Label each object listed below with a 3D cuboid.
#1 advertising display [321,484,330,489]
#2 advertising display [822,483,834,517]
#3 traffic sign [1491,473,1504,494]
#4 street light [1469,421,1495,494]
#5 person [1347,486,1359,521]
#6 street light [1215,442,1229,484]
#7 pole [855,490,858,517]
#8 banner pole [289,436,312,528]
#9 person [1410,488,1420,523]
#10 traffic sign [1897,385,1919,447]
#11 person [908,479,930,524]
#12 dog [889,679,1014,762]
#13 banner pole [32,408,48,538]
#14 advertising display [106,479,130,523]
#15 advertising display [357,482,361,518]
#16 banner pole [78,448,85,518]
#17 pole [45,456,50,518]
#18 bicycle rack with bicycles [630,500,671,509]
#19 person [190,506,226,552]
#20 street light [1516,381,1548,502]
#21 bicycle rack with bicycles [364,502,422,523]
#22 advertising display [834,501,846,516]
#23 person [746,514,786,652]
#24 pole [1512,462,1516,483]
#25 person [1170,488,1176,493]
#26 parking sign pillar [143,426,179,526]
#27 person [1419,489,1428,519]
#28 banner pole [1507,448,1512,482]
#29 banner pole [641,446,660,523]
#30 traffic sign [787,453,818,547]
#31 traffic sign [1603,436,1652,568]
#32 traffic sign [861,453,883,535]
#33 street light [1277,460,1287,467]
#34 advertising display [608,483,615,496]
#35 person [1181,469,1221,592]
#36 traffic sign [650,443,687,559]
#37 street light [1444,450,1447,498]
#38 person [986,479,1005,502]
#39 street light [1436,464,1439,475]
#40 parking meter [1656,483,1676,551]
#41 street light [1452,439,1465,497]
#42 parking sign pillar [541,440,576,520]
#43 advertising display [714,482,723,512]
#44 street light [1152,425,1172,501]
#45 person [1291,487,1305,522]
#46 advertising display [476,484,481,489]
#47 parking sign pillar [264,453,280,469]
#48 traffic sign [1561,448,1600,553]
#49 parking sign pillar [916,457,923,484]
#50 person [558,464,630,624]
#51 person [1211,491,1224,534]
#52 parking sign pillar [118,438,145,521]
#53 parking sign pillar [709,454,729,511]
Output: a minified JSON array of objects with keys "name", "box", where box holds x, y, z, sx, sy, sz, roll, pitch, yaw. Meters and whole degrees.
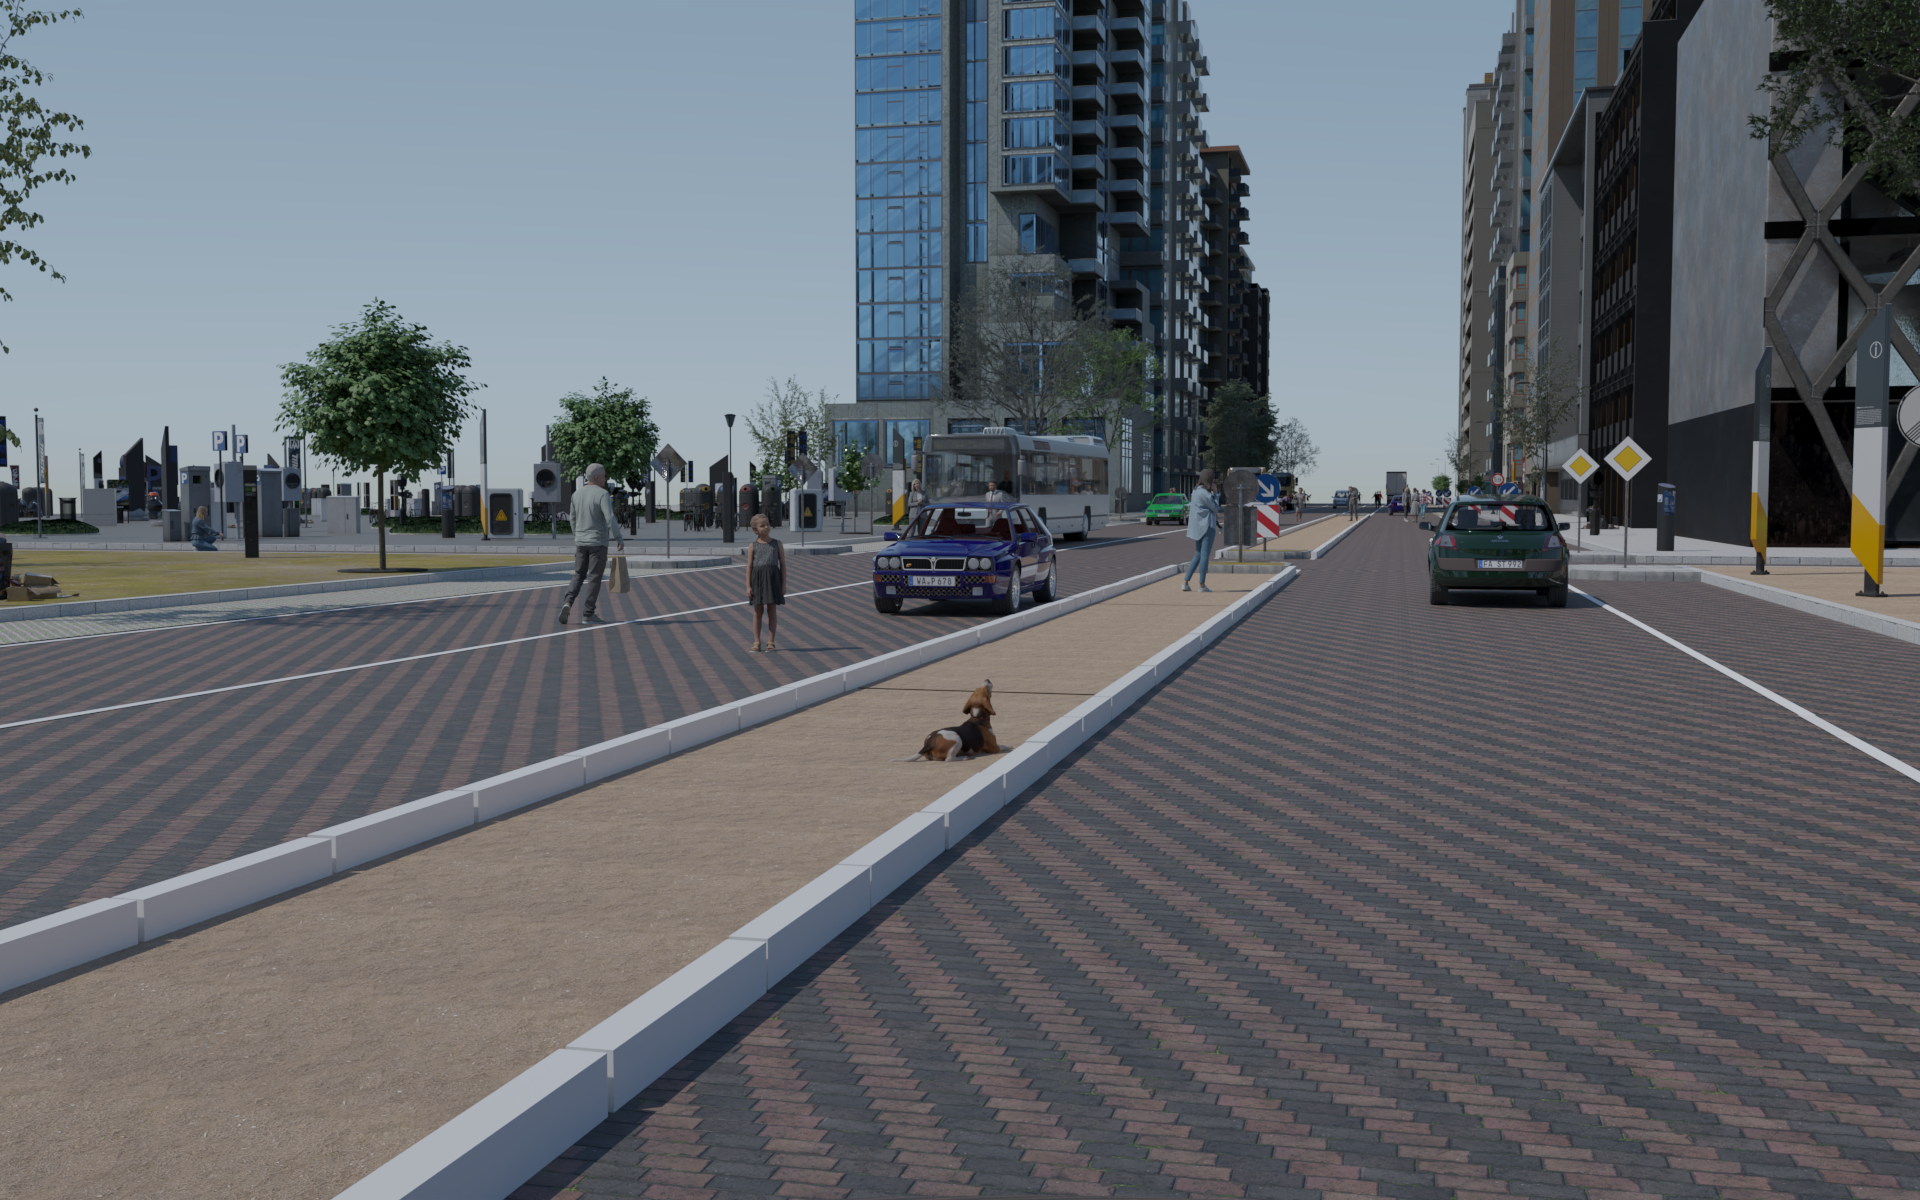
[{"name":"advertising display","box":[-41.475,-6.606,113.228,0.123,1.923,0.974,0,4,7]},{"name":"advertising display","box":[-7.781,-5.699,98.386,0.974,1.923,0.123,-2,4,-32]},{"name":"traffic sign","box":[32.771,-6.452,105.598,0.768,2.556,0.104,1,4,16]},{"name":"street light","box":[33.242,-8.384,109.622,1.470,5.913,1.316,1,4,14]},{"name":"person","box":[20.562,-5.038,90.673,0.655,1.846,0.447,3,5,41]},{"name":"street light","box":[23.327,-11.133,154.567,1.470,5.913,1.316,1,4,14]},{"name":"pole","box":[-5.772,-6.263,96.239,0.158,3.312,0.155,0,3,0]},{"name":"banner pole","box":[-25.124,-4.639,65.870,0.863,3.779,0.401,0,4,5]},{"name":"person","box":[22.905,-4.782,87.262,0.480,1.755,0.524,-1,4,-11]},{"name":"traffic sign","box":[11.000,-1.193,19.609,0.768,2.556,0.104,1,4,18]},{"name":"person","box":[-0.993,-2.046,42.135,0.537,1.800,0.526,0,4,-3]},{"name":"dog","box":[-0.052,0.657,9.457,0.748,0.427,0.550,0,4,-6]},{"name":"banner pole","box":[-26.547,-3.670,50.018,0.863,3.779,0.401,3,5,45]},{"name":"advertising display","box":[-36.780,-4.311,75.701,0.123,1.923,0.974,2,4,34]},{"name":"advertising display","box":[-32.617,-5.433,94.037,0.123,1.923,0.974,-1,4,-14]},{"name":"banner pole","box":[-47.672,-6.365,94.077,0.863,3.779,0.401,3,5,44]},{"name":"pole","box":[-48.387,-5.990,91.774,0.158,3.312,0.155,0,3,0]},{"name":"bicycle rack with bicycles","box":[-19.362,-5.728,107.039,2.852,0.926,2.925,3,5,44]},{"name":"person","box":[-17.620,-1.622,40.521,0.738,1.151,1.012,-2,4,-26]},{"name":"street light","box":[23.555,-6.038,71.265,1.470,5.913,1.316,1,4,14]},{"name":"bicycle rack with bicycles","box":[-25.068,-3.855,76.413,2.852,0.926,2.925,0,4,-1]},{"name":"advertising display","box":[-6.984,-5.763,99.446,0.974,1.923,0.123,-3,4,-38]},{"name":"person","box":[-1.760,-0.158,15.752,0.362,1.253,0.373,0,4,-2]},{"name":"pole","box":[34.715,-7.018,108.579,0.158,3.312,0.155,0,3,0]},{"name":"person","box":[13.447,-6.170,109.348,0.573,1.828,0.580,2,4,29]},{"name":"parking sign pillar","box":[-31.544,-4.932,69.103,1.447,3.967,1.447,-2,4,-32]},{"name":"person","box":[26.846,-5.571,100.417,0.563,1.720,0.643,3,5,45]},{"name":"banner pole","box":[29.875,-6.378,94.291,0.401,3.779,0.863,2,4,33]},{"name":"banner pole","box":[-13.967,-5.375,77.893,0.863,3.779,0.401,-1,4,-14]},{"name":"traffic sign","box":[-3.820,-2.349,42.049,0.795,2.450,0.064,1,4,14]},{"name":"traffic sign","box":[11.514,-1.607,29.922,0.795,2.450,0.064,1,4,14]},{"name":"traffic sign","box":[-2.756,-3.299,54.040,0.768,2.556,0.104,1,4,21]},{"name":"street light","box":[43.654,-16.066,235.214,1.470,5.913,1.316,1,4,14]},{"name":"advertising display","box":[-20.198,-5.776,99.658,0.123,1.923,0.974,2,4,27]},{"name":"person","box":[3.493,-1.001,25.138,0.793,1.790,0.793,3,5,41]},{"name":"traffic sign","box":[-5.781,-1.876,34.308,0.795,2.450,0.064,1,4,14]},{"name":"street light","box":[52.185,-12.946,184.203,1.470,5.913,1.316,1,4,14]},{"name":"person","box":[0.849,-2.047,42.248,0.678,1.792,0.850,2,4,34]},{"name":"street light","box":[62.909,-15.542,226.657,1.470,5.913,1.316,1,4,14]},{"name":"parking meter","box":[15.868,-1.866,38.919,0.372,1.533,0.369,0,3,0]},{"name":"street light","box":[42.635,-10.652,146.699,1.470,5.913,1.316,1,4,14]},{"name":"parking sign pillar","box":[-15.631,-4.833,67.498,1.447,3.967,1.447,1,4,17]},{"name":"advertising display","box":[-13.150,-5.554,96.025,0.974,1.923,0.123,1,4,20]},{"name":"street light","box":[13.586,-8.825,116.828,1.470,5.913,1.316,1,4,14]},{"name":"person","box":[17.469,-4.934,89.528,0.716,1.782,0.532,1,4,15]},{"name":"advertising display","box":[-32.291,-6.824,116.790,0.123,1.923,0.974,2,4,24]},{"name":"parking sign pillar","box":[-45.352,-7.691,114.216,1.447,3.967,1.447,3,4,38]},{"name":"traffic sign","box":[13.475,-2.081,37.664,0.795,2.450,0.064,1,4,14]},{"name":"parking sign pillar","box":[-1.762,-6.548,95.532,1.447,3.967,1.447,0,4,-6]},{"name":"person","box":[-3.999,-0.614,19.022,0.782,1.767,0.515,2,4,29]},{"name":"person","box":[9.062,-3.293,62.180,0.795,1.843,0.661,-2,4,-25]},{"name":"parking sign pillar","box":[-39.293,-5.729,82.147,1.447,3.967,1.447,1,4,11]},{"name":"parking sign pillar","box":[-16.265,-7.865,117.061,1.447,3.967,1.447,0,4,4]}]
